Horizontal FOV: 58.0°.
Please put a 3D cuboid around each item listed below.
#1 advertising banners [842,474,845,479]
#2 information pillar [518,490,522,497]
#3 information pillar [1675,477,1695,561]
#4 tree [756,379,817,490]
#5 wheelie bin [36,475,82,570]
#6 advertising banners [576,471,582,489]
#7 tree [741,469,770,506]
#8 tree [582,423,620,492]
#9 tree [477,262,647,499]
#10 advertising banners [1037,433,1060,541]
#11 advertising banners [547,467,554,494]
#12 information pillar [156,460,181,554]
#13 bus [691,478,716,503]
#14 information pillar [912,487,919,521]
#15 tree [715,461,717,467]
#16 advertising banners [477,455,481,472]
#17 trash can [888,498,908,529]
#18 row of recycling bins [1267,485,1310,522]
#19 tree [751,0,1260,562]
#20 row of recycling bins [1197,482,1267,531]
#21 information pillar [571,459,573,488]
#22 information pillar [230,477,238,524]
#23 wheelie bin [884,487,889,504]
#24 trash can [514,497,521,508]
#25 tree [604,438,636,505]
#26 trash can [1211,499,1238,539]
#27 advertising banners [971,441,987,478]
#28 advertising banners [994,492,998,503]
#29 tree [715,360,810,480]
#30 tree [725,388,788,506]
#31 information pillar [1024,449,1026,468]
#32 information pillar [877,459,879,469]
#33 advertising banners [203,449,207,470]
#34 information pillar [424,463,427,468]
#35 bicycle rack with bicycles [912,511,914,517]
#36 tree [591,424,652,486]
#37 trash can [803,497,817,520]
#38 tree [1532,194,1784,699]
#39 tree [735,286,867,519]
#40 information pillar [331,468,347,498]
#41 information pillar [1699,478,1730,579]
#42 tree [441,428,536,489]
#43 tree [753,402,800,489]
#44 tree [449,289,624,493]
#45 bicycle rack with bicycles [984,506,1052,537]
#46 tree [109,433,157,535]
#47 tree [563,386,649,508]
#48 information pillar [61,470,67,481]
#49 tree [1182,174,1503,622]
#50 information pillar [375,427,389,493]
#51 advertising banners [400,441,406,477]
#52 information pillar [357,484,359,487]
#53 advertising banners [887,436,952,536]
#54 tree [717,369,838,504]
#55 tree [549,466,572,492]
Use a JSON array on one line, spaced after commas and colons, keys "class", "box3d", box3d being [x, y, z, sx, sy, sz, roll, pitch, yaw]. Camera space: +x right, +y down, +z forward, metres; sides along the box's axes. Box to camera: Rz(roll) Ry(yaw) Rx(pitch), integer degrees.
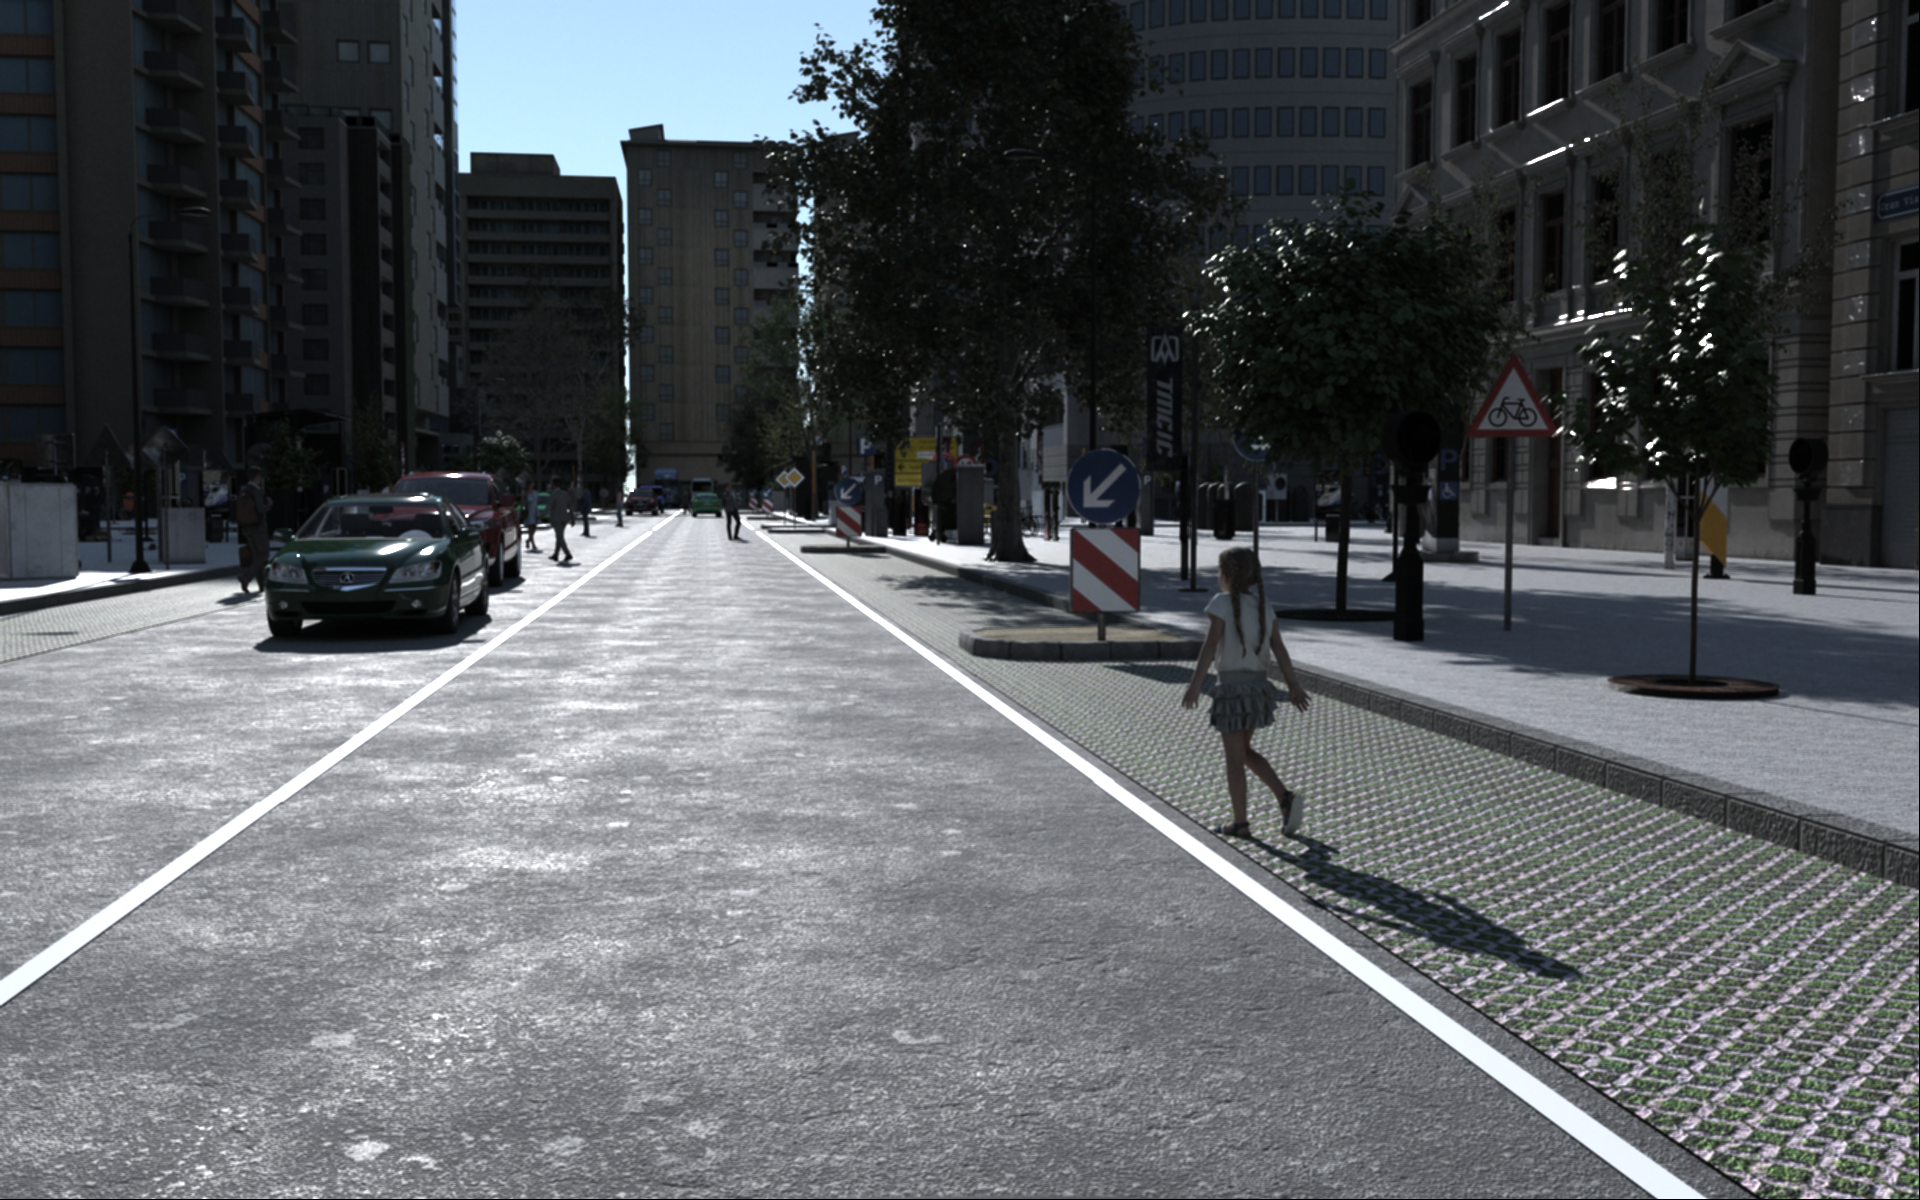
[{"class": "advertising banners", "box3d": [-7.524, -6.828, 107.827, 0.090, 3.025, 2.074, 1, 4, 22]}, {"class": "information pillar", "box3d": [-33.992, -7.909, 133.798, 0.304, 2.012, 0.304, -1, 4, -9]}, {"class": "information pillar", "box3d": [13.965, -1.758, 33.232, 0.304, 2.012, 0.304, -1, 4, -18]}, {"class": "tree", "box3d": [-10.816, -9.822, 110.950, 4.360, 8.622, 3.978, 0, 3, 0]}, {"class": "wheelie bin", "box3d": [-14.904, -1.255, 28.435, 0.980, 1.594, 0.693, 2, 4, 25]}, {"class": "advertising banners", "box3d": [-30.111, -8.433, 134.067, 2.074, 3.025, 0.090, 2, 4, 23]}, {"class": "tree", "box3d": [-22.441, -12.686, 191.134, 4.285, 4.588, 4.351, 0, 3, 0]}, {"class": "tree", "box3d": [-36.812, -13.924, 178.014, 4.737, 8.622, 4.395, 0, 3, 0]}, {"class": "tree", "box3d": [-32.842, -17.581, 143.346, 12.611, 20.169, 13.585, 0, 3, 0]}, {"class": "advertising banners", "box3d": [2.416, -3.153, 47.745, 0.090, 3.025, 2.074, -1, 4, -13]}, {"class": "advertising banners", "box3d": [-26.103, -6.988, 110.443, 0.090, 3.025, 2.074, 0, 4, -1]}, {"class": "information pillar", "box3d": [-15.258, -1.768, 33.406, 0.304, 2.012, 0.304, 1, 4, 15]}, {"class": "bus", "box3d": [-30.913, -13.057, 208.336, 2.948, 3.499, 13.247, 0, 4, -8]}, {"class": "information pillar", "box3d": [-2.163, -5.641, 83.581, 0.504, 3.616, 0.183, -3, 4, -38]}, {"class": "tree", "box3d": [-27.475, -17.593, 222.057, 8.767, 10.594, 7.601, 0, 4, 7]}, {"class": "advertising banners", "box3d": [-21.112, -4.928, 76.768, 0.090, 3.025, 2.074, -2, 4, -29]}, {"class": "trash can", "box3d": [-2.265, -3.141, 63.012, 0.748, 1.137, 0.748, 0, 3, 0]}, {"class": "row of recycling bins", "box3d": [14.381, -4.465, 80.108, 3.534, 1.692, 1.069, 1, 4, 11]}, {"class": "tree", "box3d": [0.868, -7.093, 32.984, 9.611, 12.733, 9.660, 0, 3, 0]}, {"class": "row of recycling bins", "box3d": [9.423, -3.317, 61.347, 1.069, 1.692, 3.534, -1, 4, -19]}, {"class": "information pillar", "box3d": [-26.113, -7.665, 116.678, 0.183, 3.616, 0.504, -1, 4, -8]}, {"class": "information pillar", "box3d": [-30.642, -4.199, 73.150, 0.304, 2.012, 0.304, -1, 4, -14]}, {"class": "wheelie bin", "box3d": [-3.329, -4.221, 76.914, 0.693, 1.594, 0.980, -1, 4, -15]}, {"class": "trash can", "box3d": [-24.580, -5.177, 96.292, 0.748, 1.137, 0.748, 0, 3, 0]}, {"class": "tree", "box3d": [-41.557, -15.888, 210.128, 4.360, 8.622, 3.978, 0, 3, 0]}, {"class": "trash can", "box3d": [7.502, -2.293, 49.142, 0.748, 1.137, 0.748, 0, 3, 0]}, {"class": "advertising banners", "box3d": [-0.063, -3.775, 57.912, 2.074, 3.025, 0.090, 2, 4, 29]}, {"class": "advertising banners", "box3d": [1.541, -5.507, 86.223, 0.090, 3.025, 2.074, 2, 4, 26]}, {"class": "tree", "box3d": [-17.200, -14.937, 154.596, 12.009, 13.543, 11.850, 0, 3, 0]}, {"class": "tree", "box3d": [-21.208, -16.249, 183.794, 7.486, 12.596, 7.792, 0, 3, 0]}, {"class": "information pillar", "box3d": [3.422, -6.041, 90.122, 0.183, 3.616, 0.504, 2, 4, 34]}, {"class": "information pillar", "box3d": [-5.459, -7.588, 115.415, 0.183, 3.616, 0.504, -1, 4, -8]}, {"class": "advertising banners", "box3d": [-30.125, -4.439, 68.773, 0.090, 3.025, 2.074, -2, 4, -35]}, {"class": "information pillar", "box3d": [-40.602, -8.561, 131.334, 0.504, 3.616, 0.183, 2, 4, 26]}, {"class": "bicycle rack with bicycles", "box3d": [-2.134, -5.033, 95.667, 2.925, 0.926, 2.852, 0, 4, 5]}, {"class": "tree", "box3d": [-43.150, -17.493, 220.414, 8.767, 10.594, 7.601, 0, 4, -1]}, {"class": "trash can", "box3d": [-7.321, -4.467, 84.682, 0.748, 1.137, 0.748, 0, 3, 0]}, {"class": "tree", "box3d": [4.889, -1.022, 11.314, 1.663, 3.219, 1.824, 0, 3, 0]}, {"class": "tree", "box3d": [-7.540, -9.916, 87.876, 9.928, 11.665, 9.643, 0, 3, 0]}, {"class": "information pillar", "box3d": [-17.508, -2.715, 48.879, 0.304, 2.012, 0.304, 3, 4, 38]}, {"class": "information pillar", "box3d": [11.422, -2.130, 26.181, 0.504, 3.616, 0.183, -1, 4, -21]}, {"class": "tree", "box3d": [-22.975, -6.279, 86.377, 4.285, 4.588, 4.351, 0, 3, 0]}, {"class": "tree", "box3d": [-14.798, -11.464, 137.803, 4.737, 8.622, 4.395, 0, 3, 0]}, {"class": "tree", "box3d": [-25.026, -11.791, 103.154, 12.009, 13.543, 11.850, 0, 3, 0]}, {"class": "bicycle rack with bicycles", "box3d": [1.536, -2.395, 52.541, 2.852, 0.926, 2.925, -2, 4, -31]}, {"class": "tree", "box3d": [-26.057, -3.707, 55.209, 1.663, 3.219, 1.824, 0, 3, 0]}, {"class": "tree", "box3d": [-33.177, -14.476, 162.442, 9.928, 11.665, 9.643, 0, 3, 0]}, {"class": "information pillar", "box3d": [-43.170, -5.634, 83.475, 0.183, 3.616, 0.504, 0, 4, -4]}, {"class": "tree", "box3d": [3.917, -2.094, 17.951, 4.285, 4.588, 4.351, 0, 3, 0]}, {"class": "information pillar", "box3d": [-20.244, -4.242, 60.713, 0.183, 3.616, 0.504, 3, 5, 43]}, {"class": "advertising banners", "box3d": [-18.349, -3.776, 57.920, 0.090, 3.025, 2.074, 0, 4, 2]}, {"class": "information pillar", "box3d": [-33.078, -5.547, 95.180, 0.304, 2.012, 0.304, -1, 4, -15]}, {"class": "advertising banners", "box3d": [-1.203, -3.479, 53.071, 2.074, 3.025, 0.090, 2, 4, 23]}, {"class": "tree", "box3d": [-13.166, -11.956, 129.891, 8.767, 10.594, 7.601, -1, 4, -15]}, {"class": "tree", "box3d": [-27.416, -7.613, 119.068, 1.663, 3.219, 1.824, 0, 3, 0]}]
